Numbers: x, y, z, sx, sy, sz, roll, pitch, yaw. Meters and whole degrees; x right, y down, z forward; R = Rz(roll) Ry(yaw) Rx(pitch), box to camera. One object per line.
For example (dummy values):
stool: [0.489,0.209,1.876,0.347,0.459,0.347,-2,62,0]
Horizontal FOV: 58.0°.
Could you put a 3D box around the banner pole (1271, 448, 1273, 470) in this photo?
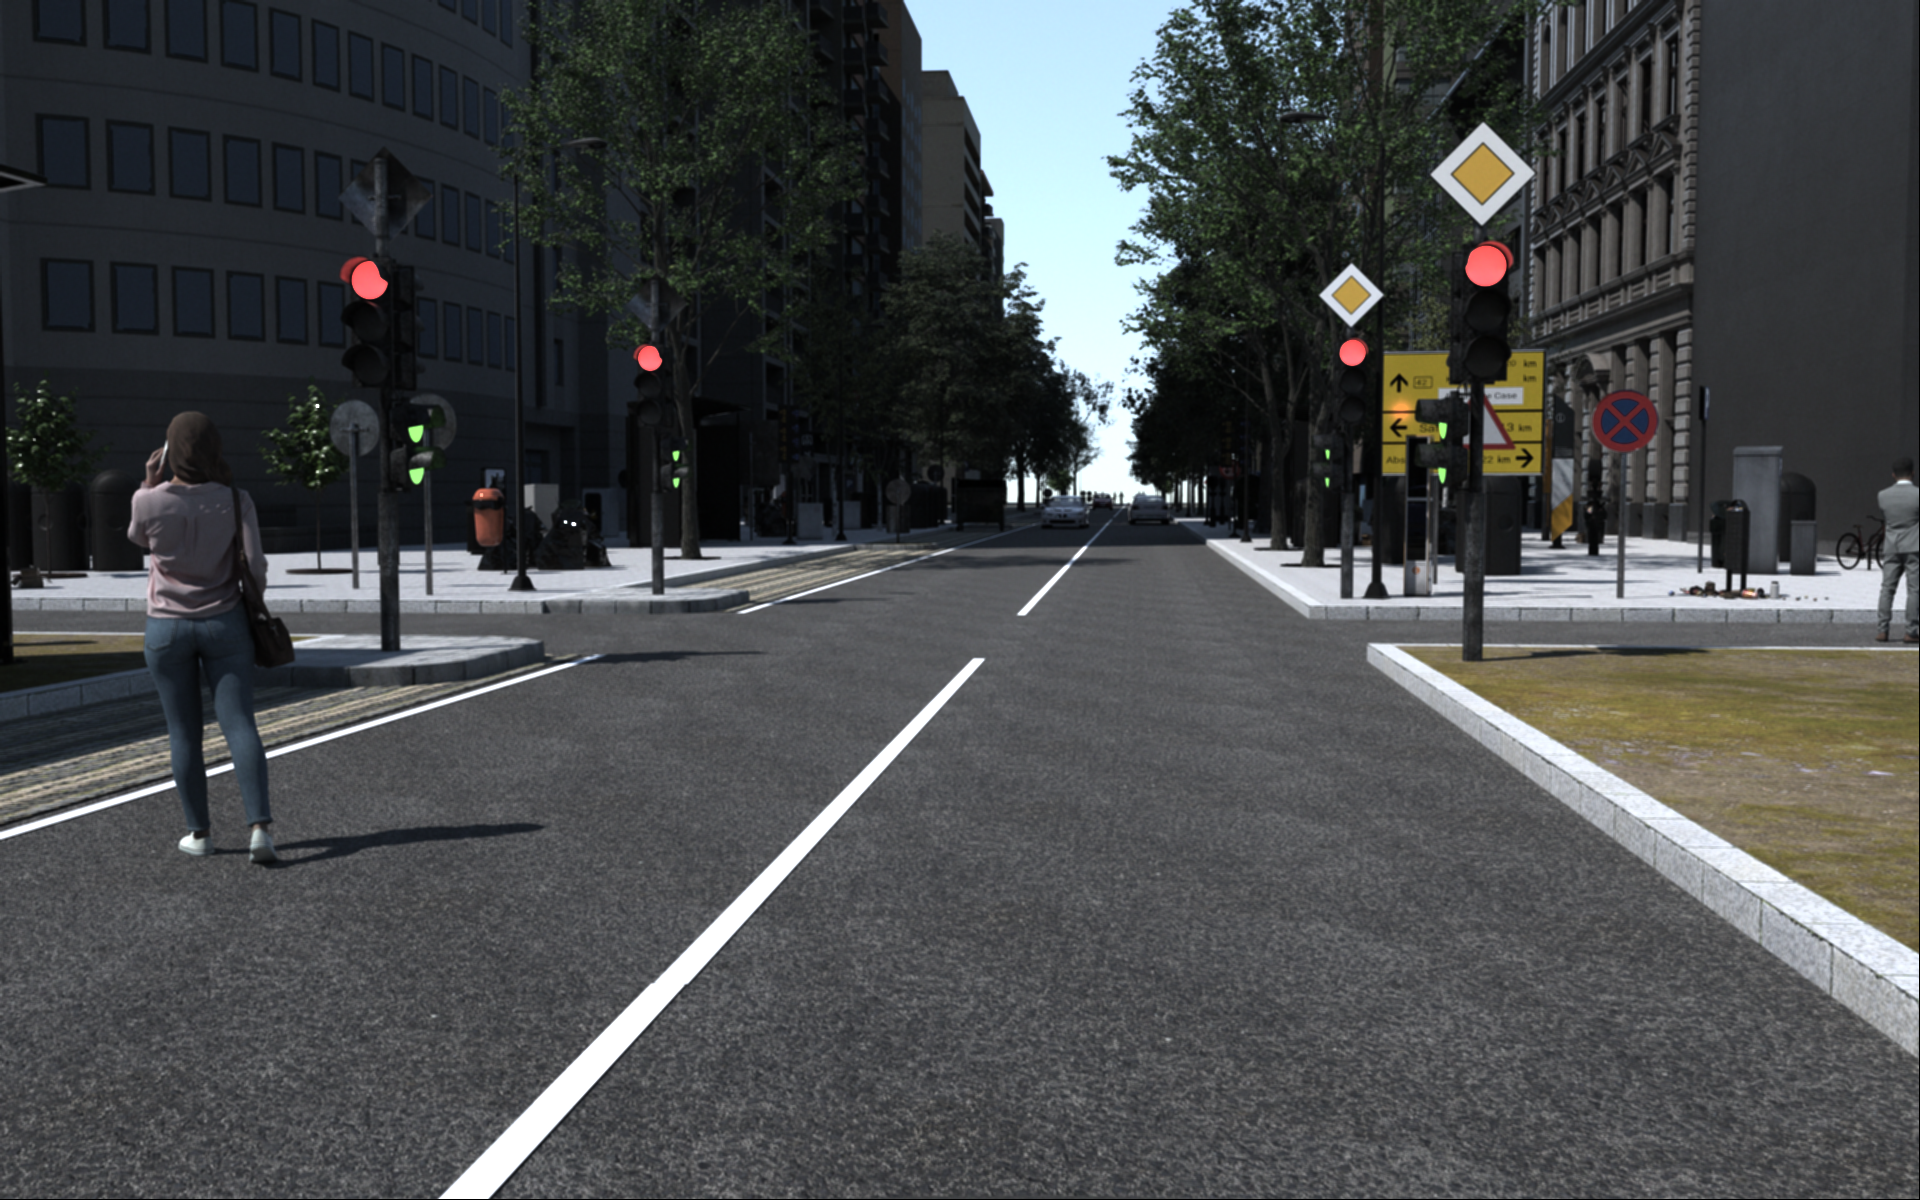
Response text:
banner pole: [14.553,-5.580,81.249,0.863,3.779,0.401,-1,4,-8]

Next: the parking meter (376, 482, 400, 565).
parking meter: [-10.329,-1.398,31.273,0.372,1.533,0.369,0,3,0]

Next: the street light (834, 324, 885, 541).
street light: [-2.733,-4.580,47.419,1.470,5.913,1.316,0,4,6]

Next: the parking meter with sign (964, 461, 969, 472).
parking meter with sign: [0.401,-5.927,93.172,0.543,3.016,1.738,1,4,13]

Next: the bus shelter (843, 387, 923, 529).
bus shelter: [-3.049,-5.506,67.648,2.179,5.291,8.768,0,4,6]

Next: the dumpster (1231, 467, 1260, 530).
dumpster: [10.618,-3.707,63.101,1.502,2.255,1.985,0,4,6]

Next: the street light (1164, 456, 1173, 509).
street light: [12.428,-7.691,98.293,1.470,5.913,1.316,0,4,6]

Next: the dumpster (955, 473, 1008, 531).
dumpster: [0.815,-3.757,66.381,1.985,2.255,1.502,0,4,6]

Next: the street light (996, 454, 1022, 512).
street light: [2.669,-7.793,99.964,1.470,5.913,1.316,0,4,6]

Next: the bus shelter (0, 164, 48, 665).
bus shelter: [-7.925,-1.144,9.995,1.731,3.624,6.357,0,4,6]

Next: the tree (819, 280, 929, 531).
tree: [-2.790,-6.659,59.240,4.360,8.622,3.978,0,3,0]

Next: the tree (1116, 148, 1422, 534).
tree: [9.977,-8.510,56.153,9.611,12.733,9.660,0,3,0]

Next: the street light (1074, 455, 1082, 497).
street light: [13.431,-14.263,205.736,1.470,5.913,1.316,0,4,6]

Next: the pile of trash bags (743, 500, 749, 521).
pile of trash bags: [-9.099,-4.064,76.199,3.447,1.369,1.912,1,4,20]

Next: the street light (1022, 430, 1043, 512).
street light: [5.115,-9.314,124.823,1.470,5.913,1.316,0,4,6]

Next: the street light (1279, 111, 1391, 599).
street light: [4.578,-2.974,21.161,1.470,5.913,1.316,0,4,6]

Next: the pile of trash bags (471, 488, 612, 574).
pile of trash bags: [-7.274,-1.189,29.191,1.912,1.369,3.447,1,4,10]

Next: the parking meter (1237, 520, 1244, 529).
parking meter: [10.410,-3.600,64.573,0.255,1.863,0.399,3,4,38]

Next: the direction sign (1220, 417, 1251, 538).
direction sign: [8.133,-3.621,51.195,0.876,3.537,0.379,0,4,3]

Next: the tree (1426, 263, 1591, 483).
tree: [17.002,-6.315,53.616,4.360,8.622,3.978,0,3,0]

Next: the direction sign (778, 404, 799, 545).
direction sign: [-4.350,-3.185,44.066,0.379,3.537,0.876,2,4,30]

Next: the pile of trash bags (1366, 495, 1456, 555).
pile of trash bags: [9.879,-1.706,37.649,1.912,1.369,3.447,0,4,6]

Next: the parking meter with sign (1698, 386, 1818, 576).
parking meter with sign: [12.739,-1.919,27.644,1.738,3.016,0.543,2,4,30]

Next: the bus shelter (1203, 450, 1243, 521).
bus shelter: [12.181,-5.224,79.335,2.014,3.302,5.546,0,4,6]

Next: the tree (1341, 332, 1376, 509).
tree: [14.386,-7.029,65.284,4.360,8.622,3.978,0,3,0]

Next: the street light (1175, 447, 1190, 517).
street light: [9.611,-6.022,71.006,1.470,5.913,1.316,0,4,6]

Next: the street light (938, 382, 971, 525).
street light: [-0.223,-6.087,72.066,1.470,5.913,1.316,0,4,6]

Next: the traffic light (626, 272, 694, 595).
traffic light: [-3.838,-2.024,22.007,0.839,4.253,0.868,0,4,6]

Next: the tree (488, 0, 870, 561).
tree: [-5.449,-6.601,33.688,9.928,11.665,9.643,0,3,0]

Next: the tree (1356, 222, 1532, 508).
tree: [13.074,-5.870,46.341,4.737,8.622,4.395,0,3,0]

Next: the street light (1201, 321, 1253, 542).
street light: [7.076,-4.491,45.962,1.470,5.913,1.316,0,4,6]

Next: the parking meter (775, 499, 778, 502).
parking meter: [-9.940,-5.438,94.627,0.255,1.863,0.399,-1,4,-23]

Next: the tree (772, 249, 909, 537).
tree: [-3.718,-6.205,51.810,4.737,8.622,4.395,0,3,0]

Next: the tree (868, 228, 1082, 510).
tree: [0.033,-10.761,82.591,9.857,13.997,8.962,0,3,0]

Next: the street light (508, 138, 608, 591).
street light: [-5.290,-3.075,22.814,1.470,5.913,1.316,0,4,6]

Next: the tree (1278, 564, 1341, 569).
tree: [6.390,-6.382,30.104,9.928,11.665,9.643,0,3,0]

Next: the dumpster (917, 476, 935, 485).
dumpster: [-1.945,-5.423,91.160,1.502,2.255,1.985,0,4,6]

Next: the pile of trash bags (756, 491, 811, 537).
pile of trash bags: [-5.302,-2.650,53.086,1.912,1.369,3.447,0,4,-7]

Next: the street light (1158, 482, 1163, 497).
street light: [14.910,-9.195,122.881,1.470,5.913,1.316,0,4,6]

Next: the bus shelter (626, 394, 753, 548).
bus shelter: [-6.779,-3.225,44.011,1.731,3.624,6.357,0,4,6]

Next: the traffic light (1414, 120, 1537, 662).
traffic light: [3.924,-1.486,13.212,0.839,4.253,0.868,0,4,6]

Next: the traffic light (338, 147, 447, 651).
traffic light: [-4.645,-1.538,14.063,0.839,4.253,0.868,0,4,6]

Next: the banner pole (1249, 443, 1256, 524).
banner pole: [12.450,-5.147,74.165,0.401,3.779,0.863,-2,4,-33]

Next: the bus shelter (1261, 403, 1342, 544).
bus shelter: [9.350,-3.443,47.581,1.731,3.624,6.357,0,4,6]

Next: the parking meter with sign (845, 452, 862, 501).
parking meter with sign: [-4.468,-4.571,71.000,0.543,3.016,1.738,1,4,10]

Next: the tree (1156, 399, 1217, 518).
tree: [12.717,-8.723,92.981,4.360,8.622,3.978,0,3,0]

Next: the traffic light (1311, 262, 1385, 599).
traffic light: [4.731,-1.972,21.156,0.839,4.253,0.868,0,4,6]

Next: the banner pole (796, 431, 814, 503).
banner pole: [-5.496,-4.321,60.664,0.863,3.779,0.401,1,4,11]

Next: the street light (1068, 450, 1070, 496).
street light: [10.826,-12.767,181.282,1.470,5.913,1.316,0,4,6]

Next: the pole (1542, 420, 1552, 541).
pole: [16.097,-3.282,47.497,0.158,3.312,0.155,0,3,0]
